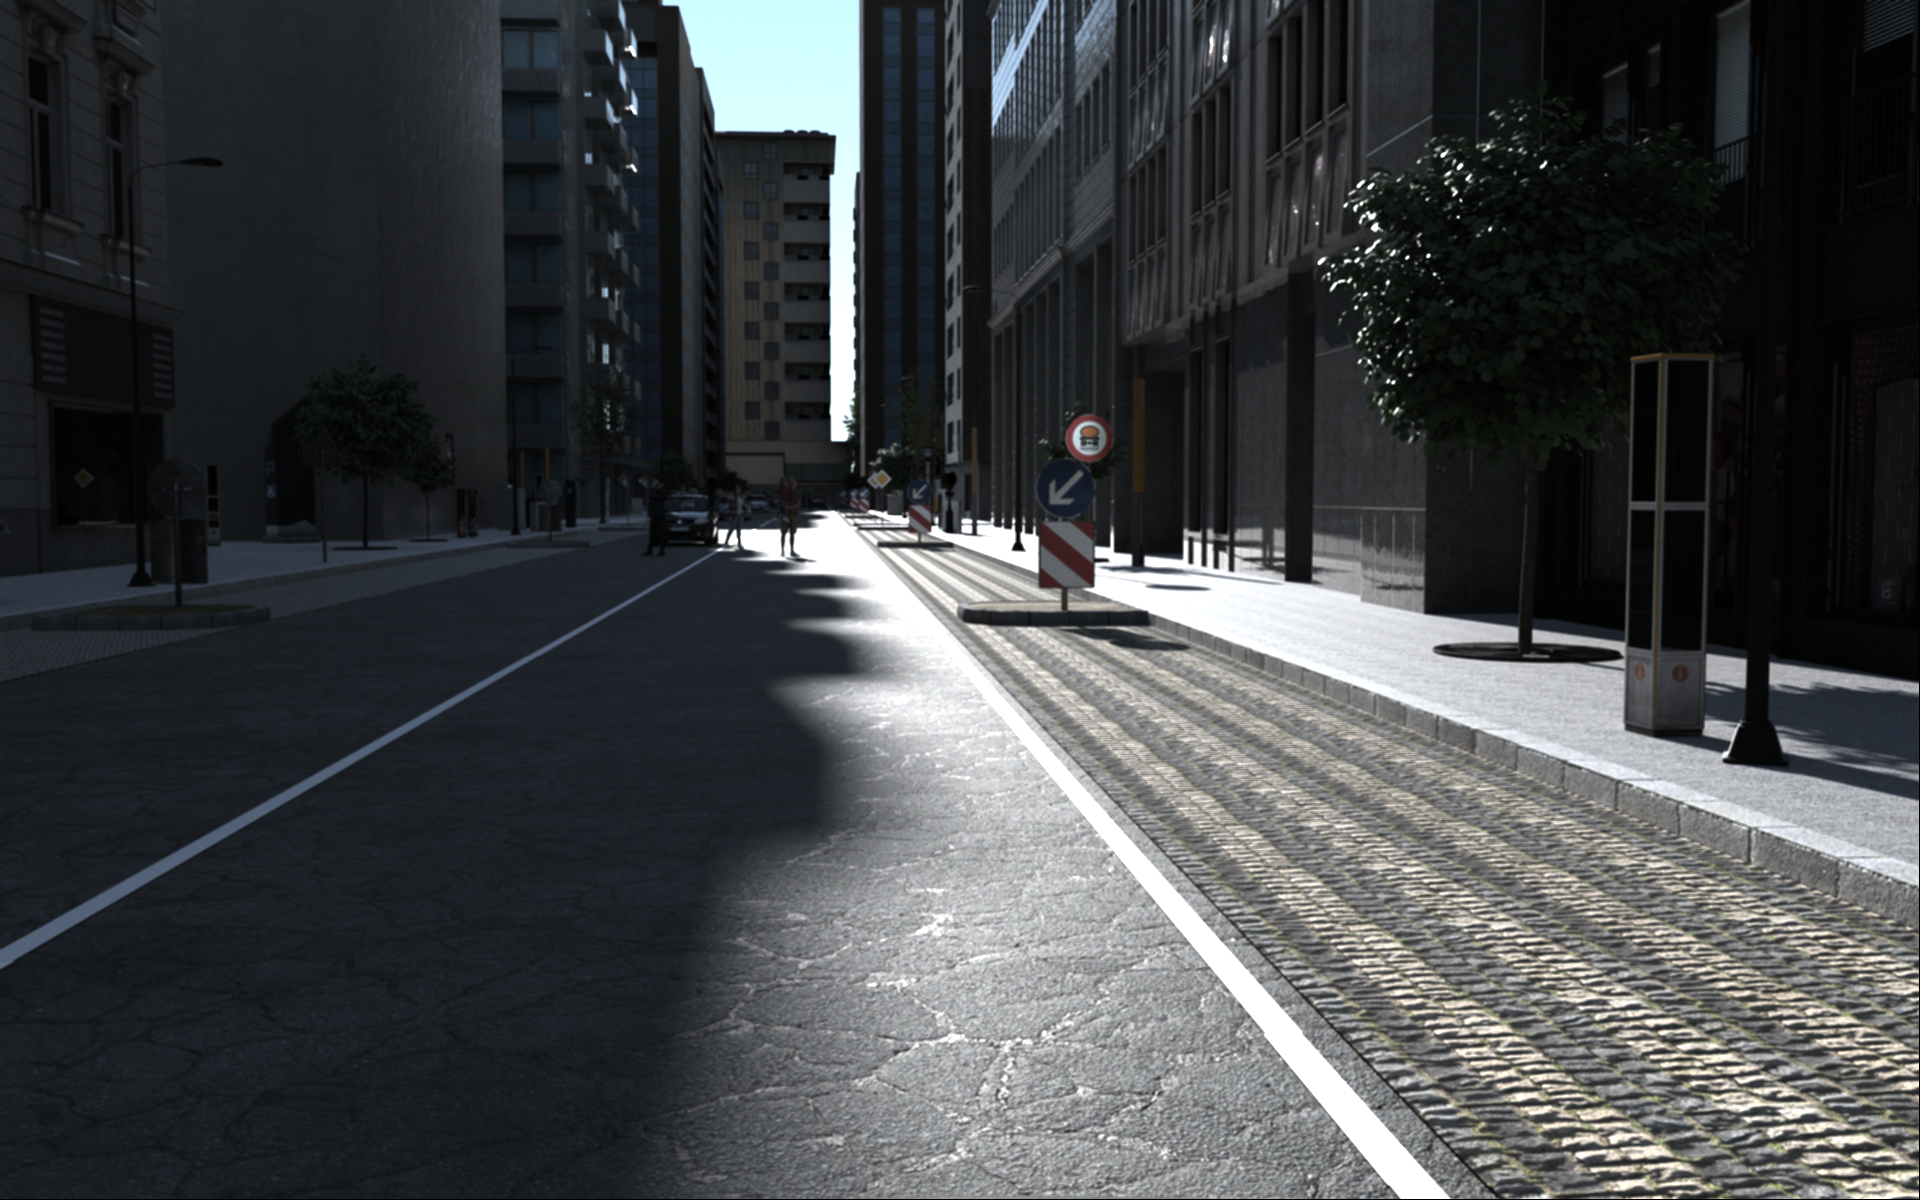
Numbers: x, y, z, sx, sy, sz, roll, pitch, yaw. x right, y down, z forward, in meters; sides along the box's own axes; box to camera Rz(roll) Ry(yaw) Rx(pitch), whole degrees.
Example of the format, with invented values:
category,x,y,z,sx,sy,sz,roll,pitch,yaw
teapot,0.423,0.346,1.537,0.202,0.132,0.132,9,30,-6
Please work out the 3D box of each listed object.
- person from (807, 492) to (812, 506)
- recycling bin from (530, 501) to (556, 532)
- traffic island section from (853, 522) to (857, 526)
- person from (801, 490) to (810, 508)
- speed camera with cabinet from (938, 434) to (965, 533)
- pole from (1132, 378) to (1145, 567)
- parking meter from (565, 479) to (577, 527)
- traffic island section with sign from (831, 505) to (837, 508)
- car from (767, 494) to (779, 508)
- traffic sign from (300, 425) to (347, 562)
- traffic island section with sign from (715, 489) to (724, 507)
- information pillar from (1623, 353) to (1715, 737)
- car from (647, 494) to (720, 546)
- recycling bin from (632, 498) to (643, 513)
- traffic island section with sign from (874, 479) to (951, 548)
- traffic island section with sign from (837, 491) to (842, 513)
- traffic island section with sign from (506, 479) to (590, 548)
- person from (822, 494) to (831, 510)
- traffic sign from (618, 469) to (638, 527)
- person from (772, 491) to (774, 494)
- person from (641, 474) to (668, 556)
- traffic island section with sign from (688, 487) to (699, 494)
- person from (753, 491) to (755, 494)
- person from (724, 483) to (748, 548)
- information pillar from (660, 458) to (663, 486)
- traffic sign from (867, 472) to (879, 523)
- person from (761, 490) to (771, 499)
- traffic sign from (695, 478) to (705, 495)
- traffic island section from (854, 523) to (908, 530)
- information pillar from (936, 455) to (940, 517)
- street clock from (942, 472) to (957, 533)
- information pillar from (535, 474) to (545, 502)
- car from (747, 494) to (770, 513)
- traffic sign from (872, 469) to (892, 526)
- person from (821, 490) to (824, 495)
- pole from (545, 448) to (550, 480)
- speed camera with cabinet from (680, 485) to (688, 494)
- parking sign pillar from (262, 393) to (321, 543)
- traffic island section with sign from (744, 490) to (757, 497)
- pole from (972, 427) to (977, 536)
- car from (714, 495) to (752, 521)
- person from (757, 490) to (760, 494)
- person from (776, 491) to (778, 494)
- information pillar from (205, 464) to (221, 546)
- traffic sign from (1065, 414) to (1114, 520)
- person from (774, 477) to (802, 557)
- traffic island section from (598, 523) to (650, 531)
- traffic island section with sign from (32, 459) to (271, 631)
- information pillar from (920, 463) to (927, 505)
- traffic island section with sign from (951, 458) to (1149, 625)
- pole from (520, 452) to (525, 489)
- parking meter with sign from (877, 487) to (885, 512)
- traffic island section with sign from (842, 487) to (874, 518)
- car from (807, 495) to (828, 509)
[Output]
category,x,y,z,sx,sy,sz,roll,pitch,yaw
person,-18.109,-12.217,209.043,0.742,1.727,0.445,2,4,24
recycling bin,-14.299,-2.867,59.428,0.722,1.027,0.722,-2,4,-32
traffic island section,-3.745,-3.363,77.273,2.009,0.180,2.903,0,4,-5
person,-16.255,-10.466,179.704,1.350,1.814,0.705,0,4,-4
speed camera with cabinet,-0.306,-3.893,57.984,0.660,3.252,2.038,-1,4,-10
pole,3.161,-2.250,30.626,0.158,3.312,0.155,0,3,0
parking meter,-14.951,-3.722,66.572,0.399,1.863,0.255,0,4,1
traffic island section with sign,-12.110,-10.421,179.017,1.989,1.847,2.006,0,4,-5
car,-19.276,-10.524,181.110,2.155,1.783,4.494,0,4,-4
traffic sign,-11.938,-1.987,32.486,0.884,2.594,0.081,0,4,2
traffic island section with sign,-17.705,-7.293,127.866,1.989,1.847,2.006,0,4,-5
information pillar,3.771,-0.290,9.227,0.304,2.012,0.304,-1,4,-10
car,-7.800,-2.407,49.144,2.009,1.686,4.222,0,4,-5
recycling bin,-21.683,-6.311,115.732,0.722,1.027,0.722,-3,5,-44
traffic island section with sign,-1.237,-2.333,46.770,1.989,1.847,2.006,0,4,-5
traffic island section with sign,-8.022,-7.382,129.323,1.989,1.847,2.006,0,4,-5
traffic island section with sign,-11.012,-2.315,46.485,1.989,1.847,2.006,0,4,-5
person,-11.924,-8.705,154.050,0.991,1.433,0.599,-3,4,-36
traffic sign,-13.126,-3.963,68.436,0.795,2.450,0.064,0,4,-5
person,-24.632,-13.399,227.563,0.705,1.826,1.348,0,4,-4
person,-7.105,-1.991,40.423,0.648,1.900,0.474,3,5,44
traffic island section with sign,-15.501,-5.650,101.001,1.989,1.847,2.006,0,4,-5
person,-19.082,-9.309,161.410,0.721,1.735,1.217,2,4,27
person,-5.926,-2.234,45.872,0.563,1.720,0.643,-3,5,-44
information pillar,-19.112,-7.328,111.171,0.183,3.616,0.504,1,4,9
traffic sign,-3.768,-4.499,77.194,0.795,2.450,0.064,0,4,-5
person,-18.828,-9.672,166.768,1.348,1.807,0.705,-2,4,-30
traffic sign,-20.351,-8.289,135.629,0.768,2.556,0.104,0,4,-2
traffic island section,-3.090,-2.877,69.315,2.009,0.180,2.903,0,4,-5
information pillar,-1.306,-6.505,97.710,0.183,3.616,0.504,3,5,43
street clock,-0.341,-3.171,56.412,0.358,2.002,0.471,3,5,41
information pillar,-15.580,-3.659,64.313,0.304,2.012,0.304,0,4,2
car,-15.177,-7.177,129.349,2.014,1.417,4.499,0,4,-3
traffic sign,-3.113,-4.012,69.236,0.795,2.450,0.064,0,4,-5
person,-15.005,-10.917,186.869,0.599,1.838,0.709,0,4,-2
pole,-18.190,-5.049,76.390,0.158,3.312,0.155,0,3,0
speed camera with cabinet,-21.328,-8.515,133.563,0.660,3.252,2.038,1,4,16
parking sign pillar,-17.672,-3.498,45.667,1.447,3.967,1.447,2,4,26
traffic island section with sign,-21.833,-10.359,178.004,1.989,1.847,2.006,0,4,-5
pole,0.447,-3.622,53.057,0.158,3.312,0.155,0,3,0
car,-12.291,-5.020,94.078,2.014,1.417,4.499,0,4,-3
person,-20.358,-10.144,174.294,0.705,1.831,1.348,2,4,24
person,-21.422,-11.858,202.388,0.705,1.822,1.348,1,4,15
information pillar,-18.404,-2.334,42.656,0.304,2.012,0.304,-2,4,-27
traffic sign,2.063,-1.686,27.669,0.768,2.556,0.104,0,4,1
person,-3.958,-1.909,39.685,0.573,1.828,0.580,2,4,31
traffic island section,-13.148,-2.827,68.495,2.009,0.180,2.903,0,4,-5
traffic island section with sign,-8.763,-0.637,19.038,1.989,1.847,2.006,0,4,-5
information pillar,-2.790,-8.615,132.204,0.504,3.616,0.183,-1,4,-16
traffic island section with sign,0.991,-0.679,19.733,1.989,1.847,2.006,0,4,-5
pole,-21.221,-5.516,84.023,0.158,3.312,0.155,0,3,0
parking meter with sign,-5.711,-7.784,123.529,0.543,3.016,1.738,-1,4,-15
traffic island section with sign,-5.797,-5.726,102.245,1.989,1.847,2.006,0,4,-5
car,-13.781,-9.484,167.651,1.945,1.354,3.894,0,4,-6
